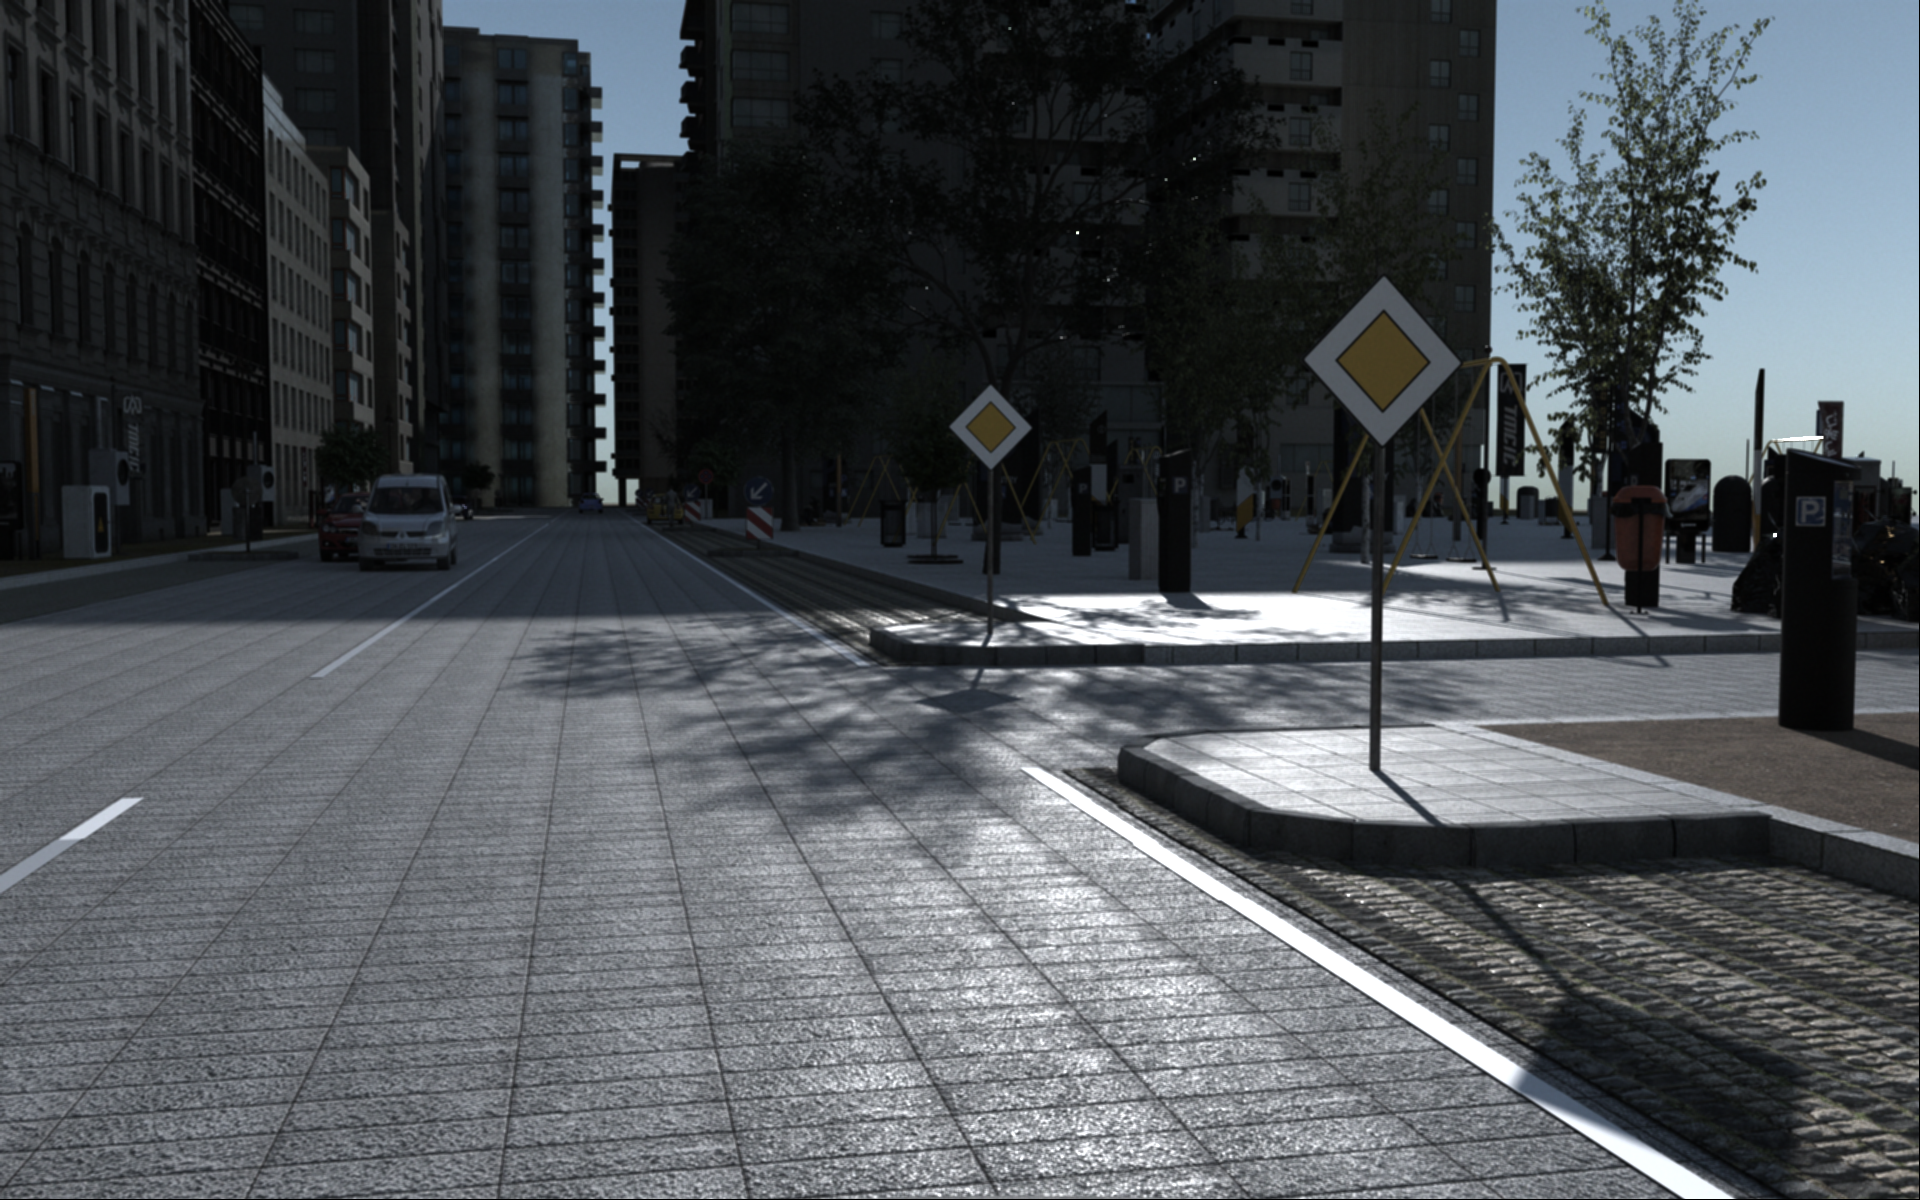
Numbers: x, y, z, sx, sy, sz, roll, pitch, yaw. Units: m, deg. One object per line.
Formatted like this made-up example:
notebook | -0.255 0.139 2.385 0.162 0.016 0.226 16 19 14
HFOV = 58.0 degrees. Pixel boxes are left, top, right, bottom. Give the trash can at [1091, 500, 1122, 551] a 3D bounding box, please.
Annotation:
trash can | 3.278 -1.680 39.121 0.748 1.137 0.748 0 3 0

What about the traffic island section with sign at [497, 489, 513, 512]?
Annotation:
traffic island section with sign | -37.123 -8.014 139.650 1.989 1.847 2.006 -1 4 -12

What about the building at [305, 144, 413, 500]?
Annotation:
building | -46.845 -15.445 97.562 27.650 21.520 28.899 -1 4 -12

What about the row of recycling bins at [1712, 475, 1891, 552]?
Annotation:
row of recycling bins | 18.362 -1.880 37.844 3.534 1.692 1.069 2 4 26

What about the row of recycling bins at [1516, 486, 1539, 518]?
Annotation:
row of recycling bins | 30.545 -5.257 93.071 1.069 1.692 3.534 1 4 23

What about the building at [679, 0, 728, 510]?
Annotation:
building | -12.757 -30.321 150.376 22.147 44.769 28.867 -1 4 -12

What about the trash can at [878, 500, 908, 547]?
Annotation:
trash can | -1.617 -1.850 41.902 0.748 1.137 0.748 0 3 0

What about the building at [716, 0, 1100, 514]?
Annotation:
building | -2.873 -32.665 123.314 28.713 52.752 27.495 -1 4 -12

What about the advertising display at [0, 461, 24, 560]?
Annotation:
advertising display | -18.574 -1.738 33.626 0.974 1.923 0.123 1 4 23

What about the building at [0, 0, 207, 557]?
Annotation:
building | -25.688 -11.824 42.477 9.793 20.994 18.267 -1 4 -12

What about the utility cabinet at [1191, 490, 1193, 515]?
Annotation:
utility cabinet | 11.325 -4.820 87.486 1.173 1.500 0.318 -1 4 -18

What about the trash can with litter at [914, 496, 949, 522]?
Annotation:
trash can with litter | -1.596 -4.197 79.674 2.233 1.210 1.678 2 4 31

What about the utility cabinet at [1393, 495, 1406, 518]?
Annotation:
utility cabinet | 23.846 -5.098 94.513 1.020 1.237 0.306 -1 4 -23

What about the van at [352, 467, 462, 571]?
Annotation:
van | -10.745 -1.638 33.795 2.013 2.044 4.112 -1 4 -14

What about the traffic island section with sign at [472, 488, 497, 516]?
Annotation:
traffic island section with sign | -31.514 -6.395 113.192 1.989 1.847 2.006 -1 4 -12

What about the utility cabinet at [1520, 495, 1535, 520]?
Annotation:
utility cabinet | 28.683 -4.672 87.551 0.306 1.237 1.020 0 4 -7

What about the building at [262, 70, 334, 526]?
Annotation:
building | -33.882 -13.461 74.840 10.420 20.320 16.860 -1 4 -12

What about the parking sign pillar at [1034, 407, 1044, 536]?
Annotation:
parking sign pillar | 1.892 -4.011 54.054 1.447 3.967 1.447 1 4 16

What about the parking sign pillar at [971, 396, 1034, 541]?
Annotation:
parking sign pillar | 1.027 -3.617 47.602 1.447 3.967 1.447 -1 4 -17

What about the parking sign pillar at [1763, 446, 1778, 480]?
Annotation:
parking sign pillar | 45.822 -6.662 97.391 1.447 3.967 1.447 -1 4 -19

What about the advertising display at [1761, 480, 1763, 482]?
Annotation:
advertising display | 37.638 -4.625 80.825 0.974 1.923 0.123 -2 4 -30

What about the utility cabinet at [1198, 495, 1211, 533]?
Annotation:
utility cabinet | 8.214 -2.871 58.107 0.306 1.237 1.020 0 4 2

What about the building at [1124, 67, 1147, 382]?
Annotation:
building | 8.673 -29.273 162.200 14.086 41.232 14.154 -1 4 -12

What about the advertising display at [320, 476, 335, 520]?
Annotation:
advertising display | -22.859 -3.514 62.665 0.123 1.923 0.974 0 4 3

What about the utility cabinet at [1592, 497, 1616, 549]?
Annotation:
utility cabinet | 15.338 -1.794 40.496 1.020 1.237 0.306 2 4 28

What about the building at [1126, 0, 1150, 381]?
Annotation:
building | 15.827 -53.841 192.967 31.000 86.520 22.319 -1 4 -12

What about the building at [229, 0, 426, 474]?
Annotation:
building | -45.089 -26.658 119.455 14.154 41.232 14.086 -1 4 -12

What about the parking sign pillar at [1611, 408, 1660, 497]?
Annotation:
parking sign pillar | 19.416 -3.754 49.850 1.447 3.967 1.447 -2 4 -34

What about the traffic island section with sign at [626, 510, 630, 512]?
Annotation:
traffic island section with sign | -26.472 -8.176 142.299 1.989 1.847 2.006 -1 4 -12

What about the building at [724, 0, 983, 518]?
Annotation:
building | -6.821 -25.561 101.512 14.154 41.232 14.086 -1 4 -12

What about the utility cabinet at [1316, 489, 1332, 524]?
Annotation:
utility cabinet | 15.442 -3.958 73.394 0.318 1.500 1.173 2 4 29

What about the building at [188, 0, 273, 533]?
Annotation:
building | -31.452 -14.000 58.583 12.332 23.373 15.834 -1 4 -12

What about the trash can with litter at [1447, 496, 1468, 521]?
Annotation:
trash can with litter | 23.728 -4.360 82.668 0.624 1.170 1.055 -3 4 -36

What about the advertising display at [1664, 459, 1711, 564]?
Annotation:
advertising display | 13.443 -1.640 32.030 0.974 1.923 0.123 -1 4 -21

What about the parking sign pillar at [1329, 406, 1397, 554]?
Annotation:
parking sign pillar | 8.841 -3.025 37.923 1.447 3.967 1.447 -1 4 -21

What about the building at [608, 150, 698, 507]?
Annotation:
building | -26.179 -30.476 190.161 23.993 40.220 32.217 -1 4 -12

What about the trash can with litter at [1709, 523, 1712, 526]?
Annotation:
trash can with litter | 30.098 -3.541 68.955 1.678 1.210 2.233 -1 4 -19

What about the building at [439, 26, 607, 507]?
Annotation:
building | -52.607 -34.294 180.308 30.456 49.044 23.786 -1 4 -12

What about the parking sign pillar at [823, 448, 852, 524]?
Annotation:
parking sign pillar | -5.462 -5.341 75.802 1.447 3.967 1.447 -3 5 -40

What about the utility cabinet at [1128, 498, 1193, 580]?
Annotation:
utility cabinet | 3.032 -0.915 26.120 1.020 1.237 0.306 -2 4 -33

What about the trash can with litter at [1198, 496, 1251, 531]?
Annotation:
trash can with litter | 9.284 -3.055 61.014 2.233 1.210 1.678 -1 4 -12

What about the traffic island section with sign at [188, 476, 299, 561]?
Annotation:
traffic island section with sign | -15.543 -1.778 37.701 1.989 1.847 2.006 -1 4 -12

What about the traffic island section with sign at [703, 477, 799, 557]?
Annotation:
traffic island section with sign | -4.826 -1.922 40.057 1.989 1.847 2.006 -1 4 -12

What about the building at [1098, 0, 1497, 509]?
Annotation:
building | 30.433 -34.874 159.433 27.495 52.752 28.713 -1 4 -12

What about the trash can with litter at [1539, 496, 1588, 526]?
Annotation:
trash can with litter | 24.702 -3.669 71.049 2.233 1.210 1.678 0 4 6

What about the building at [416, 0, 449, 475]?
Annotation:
building | -56.341 -33.730 140.727 27.495 52.752 28.713 -1 4 -12

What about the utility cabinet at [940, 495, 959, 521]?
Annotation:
utility cabinet | -0.577 -4.377 82.730 1.020 1.237 0.306 1 4 10

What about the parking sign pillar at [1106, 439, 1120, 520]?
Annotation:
parking sign pillar | 7.176 -5.886 84.705 1.447 3.967 1.447 2 4 32

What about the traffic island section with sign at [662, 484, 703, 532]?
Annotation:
traffic island section with sign | -10.466 -3.552 66.699 1.989 1.847 2.006 -1 4 -12

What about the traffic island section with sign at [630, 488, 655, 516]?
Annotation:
traffic island section with sign | -20.832 -6.545 115.646 1.989 1.847 2.006 -1 4 -12
